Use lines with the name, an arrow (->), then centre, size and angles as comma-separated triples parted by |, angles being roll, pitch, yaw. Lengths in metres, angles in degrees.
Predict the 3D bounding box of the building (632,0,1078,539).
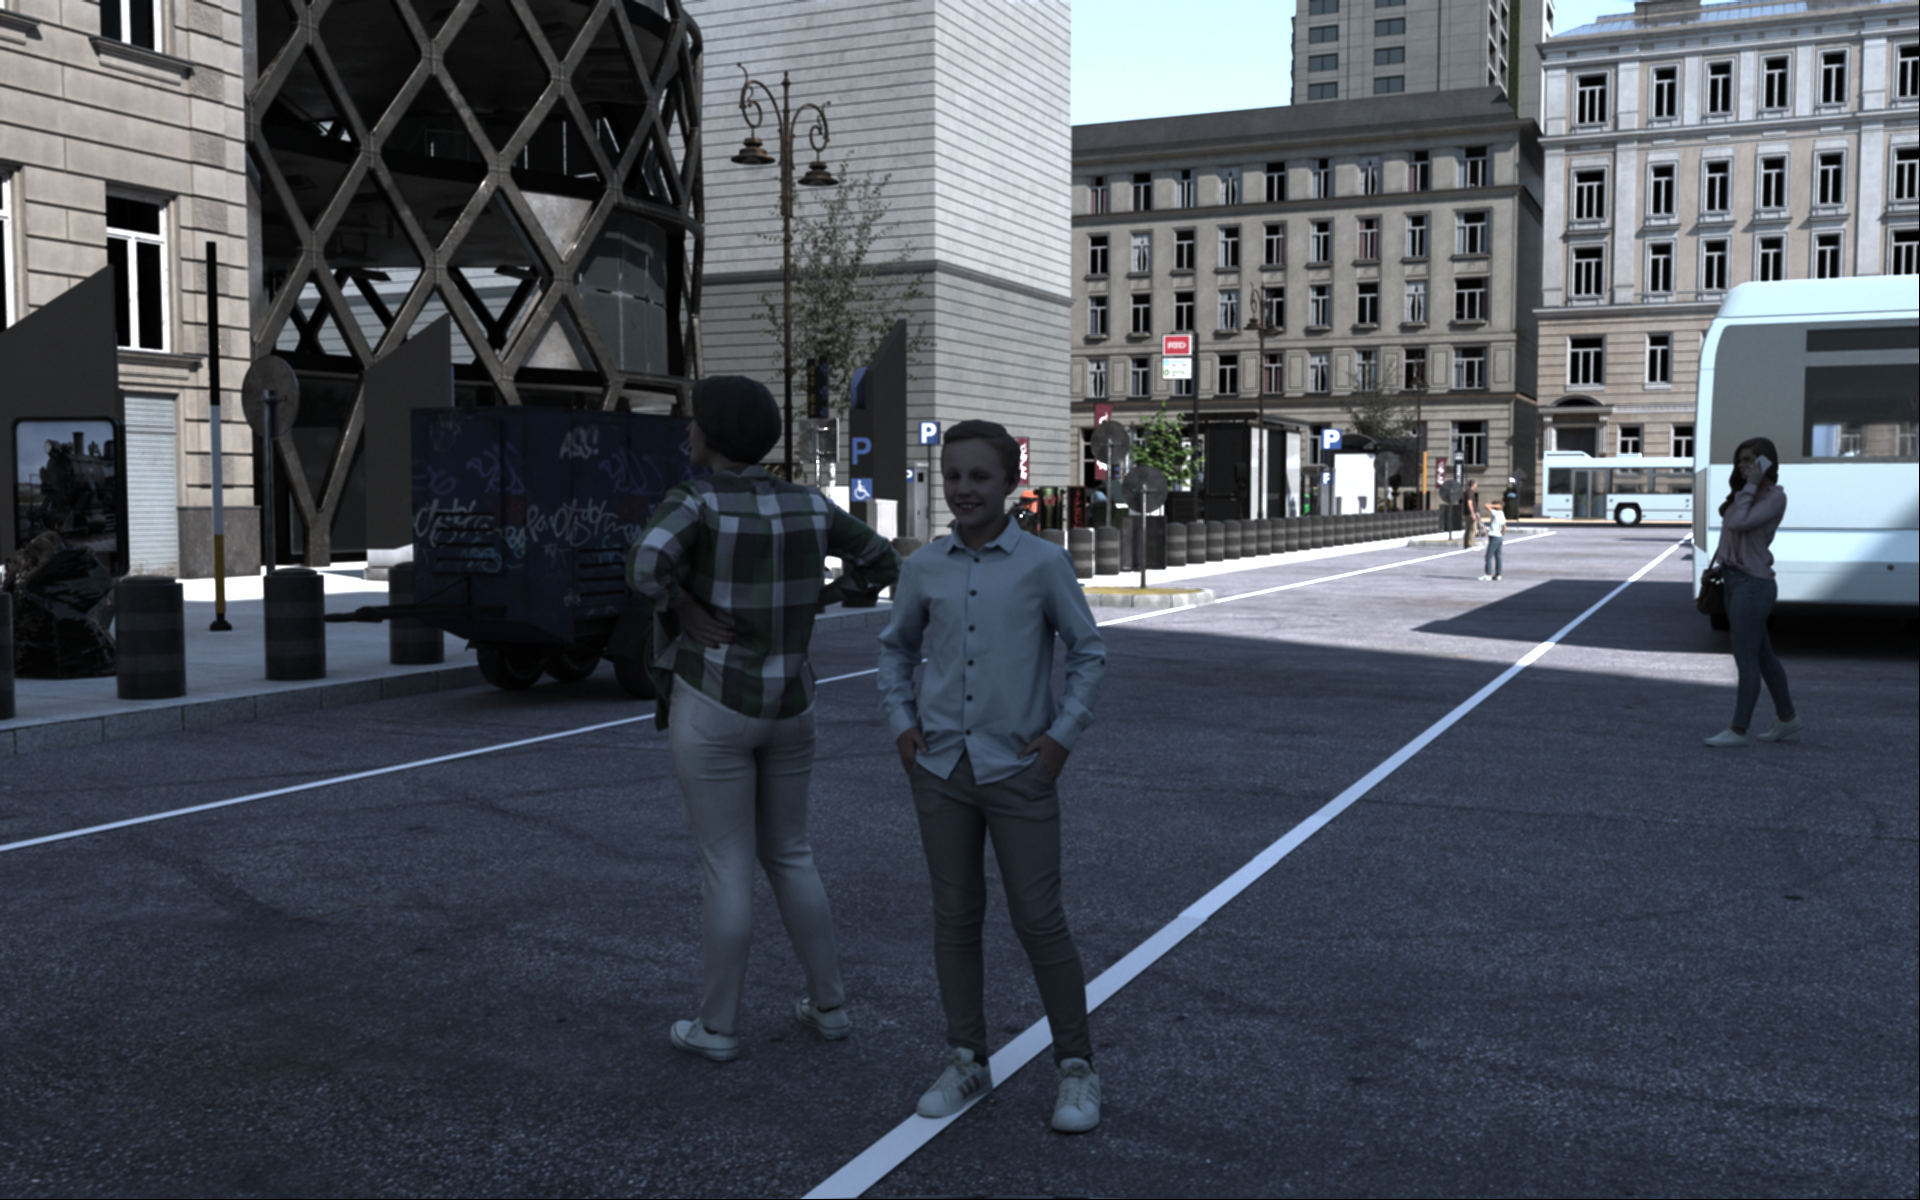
building -> -11.843, -17.276, 59.951 | 29.804, 29.767, 11.434 | 2, 4, 24

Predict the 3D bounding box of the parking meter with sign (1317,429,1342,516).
parking meter with sign -> 10.018, -3.120, 47.267 | 0.543, 3.016, 1.738 | 0, 4, 5

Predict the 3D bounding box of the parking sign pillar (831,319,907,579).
parking sign pillar -> -1.235, -2.307, 26.189 | 1.447, 3.967, 1.447 | 1, 4, 20

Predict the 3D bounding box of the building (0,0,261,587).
building -> -21.087, -13.478, 17.624 | 12.463, 27.353, 25.104 | 2, 4, 24

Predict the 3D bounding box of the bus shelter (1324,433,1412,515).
bus shelter -> 14.099, -4.030, 59.818 | 2.014, 3.302, 5.546 | 2, 4, 24

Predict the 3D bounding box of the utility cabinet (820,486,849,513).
utility cabinet -> -3.520, -2.503, 49.601 | 0.318, 1.500, 1.173 | 3, 5, 39

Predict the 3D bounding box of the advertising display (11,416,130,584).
advertising display -> -7.423, -0.566, 14.468 | 0.974, 1.923, 0.123 | 1, 4, 9

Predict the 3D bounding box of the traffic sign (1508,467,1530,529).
traffic sign -> 20.679, -3.700, 64.132 | 0.795, 2.450, 0.064 | 2, 4, 24

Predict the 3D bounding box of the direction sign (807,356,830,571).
direction sign -> -2.356, -2.251, 28.797 | 0.379, 3.537, 0.876 | -2, 4, -26

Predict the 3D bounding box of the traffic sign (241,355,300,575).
traffic sign -> -6.347, -0.966, 15.904 | 0.768, 2.556, 0.104 | 2, 4, 29

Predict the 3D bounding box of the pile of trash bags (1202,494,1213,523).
pile of trash bags -> 7.749, -3.298, 63.667 | 3.447, 1.369, 1.912 | -1, 4, -18

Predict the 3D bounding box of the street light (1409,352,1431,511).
street light -> 14.926, -5.112, 56.362 | 0.468, 5.910, 1.993 | 2, 4, 24

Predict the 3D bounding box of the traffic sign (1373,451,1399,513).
traffic sign -> 12.657, -3.143, 51.498 | 0.768, 2.556, 0.104 | 2, 4, 26

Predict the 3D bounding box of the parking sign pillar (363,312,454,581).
parking sign pillar -> -8.223, -2.295, 25.992 | 1.447, 3.967, 1.447 | 0, 4, 3

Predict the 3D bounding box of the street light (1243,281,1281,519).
street light -> 6.571, -3.975, 37.783 | 0.468, 5.910, 1.993 | 2, 4, 24

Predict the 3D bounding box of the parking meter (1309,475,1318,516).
parking meter -> 10.748, -2.860, 52.471 | 0.255, 1.863, 0.399 | 0, 4, -2

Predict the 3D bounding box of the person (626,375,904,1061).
person -> -0.537, 0.292, 4.453 | 0.841, 1.734, 0.376 | -3, 4, -38

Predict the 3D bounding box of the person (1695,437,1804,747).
person -> 4.561, -0.049, 9.885 | 0.643, 1.750, 0.593 | 0, 4, 4

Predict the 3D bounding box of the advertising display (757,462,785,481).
advertising display -> -3.881, -1.842, 35.323 | 0.974, 1.923, 0.123 | 2, 4, 30

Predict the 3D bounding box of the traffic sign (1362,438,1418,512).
traffic sign -> 15.570, -4.245, 63.285 | 2.265, 3.308, 0.079 | 2, 4, 30

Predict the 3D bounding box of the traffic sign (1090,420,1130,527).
traffic sign -> 2.574, -1.826, 29.954 | 0.768, 2.556, 0.104 | 2, 4, 32

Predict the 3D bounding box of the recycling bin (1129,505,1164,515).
recycling bin -> 4.378, -1.763, 41.387 | 0.722, 1.027, 0.722 | -3, 4, -37

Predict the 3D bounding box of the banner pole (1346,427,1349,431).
banner pole -> 14.541, -4.600, 65.224 | 0.401, 3.779, 0.863 | 0, 4, 3

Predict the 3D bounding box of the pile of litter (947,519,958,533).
pile of litter -> 0.024, -1.131, 32.452 | 1.719, 0.858, 1.176 | 1, 4, 19

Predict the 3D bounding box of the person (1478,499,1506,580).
person -> 8.879, -1.007, 28.882 | 0.340, 1.345, 0.435 | 3, 4, 37

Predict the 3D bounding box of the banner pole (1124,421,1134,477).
banner pole -> 5.773, -4.226, 59.119 | 0.401, 3.779, 0.863 | 2, 4, 32

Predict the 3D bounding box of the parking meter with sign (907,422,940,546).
parking meter with sign -> -1.105, -2.740, 41.061 | 0.543, 3.016, 1.738 | 2, 4, 26

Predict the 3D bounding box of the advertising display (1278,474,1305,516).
advertising display -> 10.680, -3.096, 55.835 | 0.123, 1.923, 0.974 | -3, 5, -41

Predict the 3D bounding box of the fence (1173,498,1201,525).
fence -> 5.012, -1.652, 38.215 | 0.480, 1.192, 2.264 | 2, 4, 23

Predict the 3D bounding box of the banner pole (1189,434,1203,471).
banner pole -> 9.455, -4.887, 69.915 | 0.401, 3.779, 0.863 | -3, 5, -44

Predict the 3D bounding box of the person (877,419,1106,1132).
person -> 0.058, 0.384, 4.029 | 0.589, 1.601, 0.330 | 2, 4, 26

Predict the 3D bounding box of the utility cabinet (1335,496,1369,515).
utility cabinet -> 11.856, -2.524, 52.426 | 1.020, 1.237, 0.306 | -2, 4, -25

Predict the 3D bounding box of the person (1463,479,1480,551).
person -> 13.029, -2.169, 44.089 | 0.434, 1.807, 0.598 | 1, 4, 17

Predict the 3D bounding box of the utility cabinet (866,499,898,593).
utility cabinet -> -1.032, -0.725, 23.016 | 0.306, 1.237, 1.020 | -1, 4, -10

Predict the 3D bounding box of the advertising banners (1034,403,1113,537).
advertising banners -> 2.198, -2.243, 32.861 | 2.074, 3.025, 0.090 | -3, 5, -42

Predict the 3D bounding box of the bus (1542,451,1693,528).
bus -> 31.674, -4.791, 73.190 | 13.247, 3.499, 2.948 | 1, 4, 23

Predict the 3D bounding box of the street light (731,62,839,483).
street light -> -1.899, -2.832, 19.092 | 0.468, 5.910, 1.993 | 2, 4, 24

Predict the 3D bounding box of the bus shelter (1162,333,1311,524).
bus shelter -> 7.152, -4.156, 45.575 | 2.179, 5.291, 8.768 | 2, 4, 24

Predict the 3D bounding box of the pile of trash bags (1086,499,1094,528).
pile of trash bags -> 4.651, -3.485, 66.735 | 1.912, 1.369, 3.447 | -3, 4, -37

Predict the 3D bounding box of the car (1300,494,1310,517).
car -> 13.898, -3.984, 73.927 | 4.718, 1.807, 1.959 | 2, 4, 25

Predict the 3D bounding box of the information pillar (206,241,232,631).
information pillar -> -7.032, -1.529, 16.358 | 0.183, 3.616, 0.504 | -2, 4, -24

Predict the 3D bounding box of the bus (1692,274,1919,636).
bus -> 10.429, -1.579, 20.684 | 2.948, 3.499, 13.247 | 2, 4, 25

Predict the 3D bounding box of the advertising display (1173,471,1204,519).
advertising display -> 6.561, -2.701, 49.379 | 0.974, 1.923, 0.123 | 1, 4, 12

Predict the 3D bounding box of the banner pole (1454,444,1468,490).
banner pole -> 25.343, -5.960, 87.461 | 0.863, 3.779, 0.401 | 0, 4, 4

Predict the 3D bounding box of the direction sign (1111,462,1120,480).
direction sign -> 8.005, -6.081, 91.415 | 0.876, 3.537, 0.379 | -1, 4, -10

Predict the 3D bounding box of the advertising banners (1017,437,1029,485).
advertising banners -> 2.496, -3.507, 53.529 | 2.074, 3.025, 0.090 | -3, 5, -41

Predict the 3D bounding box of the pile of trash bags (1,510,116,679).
pile of trash bags -> -7.428, -0.191, 12.877 | 1.912, 1.369, 3.447 | -2, 4, -35

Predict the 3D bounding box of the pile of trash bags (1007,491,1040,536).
pile of trash bags -> 1.383, -2.248, 46.515 | 1.912, 1.369, 3.447 | 1, 4, 21

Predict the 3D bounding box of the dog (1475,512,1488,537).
dog -> 17.353, -2.500, 57.715 | 0.513, 0.831, 0.800 | 0, 4, 6

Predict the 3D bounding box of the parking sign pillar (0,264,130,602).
parking sign pillar -> -10.592, -1.954, 20.428 | 1.447, 3.967, 1.447 | -1, 4, -10

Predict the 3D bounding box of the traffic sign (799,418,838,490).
traffic sign -> -1.927, -1.305, 23.467 | 0.606, 2.300, 0.079 | 2, 4, 26

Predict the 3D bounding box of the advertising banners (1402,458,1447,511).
advertising banners -> 22.404, -5.343, 83.547 | 2.074, 3.025, 0.090 | 1, 4, 20

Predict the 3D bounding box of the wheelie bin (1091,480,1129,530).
wheelie bin -> 3.271, -1.835, 37.903 | 0.693, 1.594, 0.980 | 3, 5, 40

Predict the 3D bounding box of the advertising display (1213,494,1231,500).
advertising display -> 8.154, -2.977, 53.884 | 0.123, 1.923, 0.974 | -1, 4, -19

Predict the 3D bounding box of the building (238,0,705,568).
building -> -14.622, -10.426, 37.925 | 16.820, 18.784, 16.811 | 2, 4, 24

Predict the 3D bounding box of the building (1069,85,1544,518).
building -> 19.243, -16.528, 103.519 | 30.059, 22.955, 16.112 | 2, 4, 24

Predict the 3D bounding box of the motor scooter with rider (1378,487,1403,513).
motor scooter with rider -> 17.665, -3.880, 72.410 | 1.986, 1.779, 0.876 | 2, 4, 23
